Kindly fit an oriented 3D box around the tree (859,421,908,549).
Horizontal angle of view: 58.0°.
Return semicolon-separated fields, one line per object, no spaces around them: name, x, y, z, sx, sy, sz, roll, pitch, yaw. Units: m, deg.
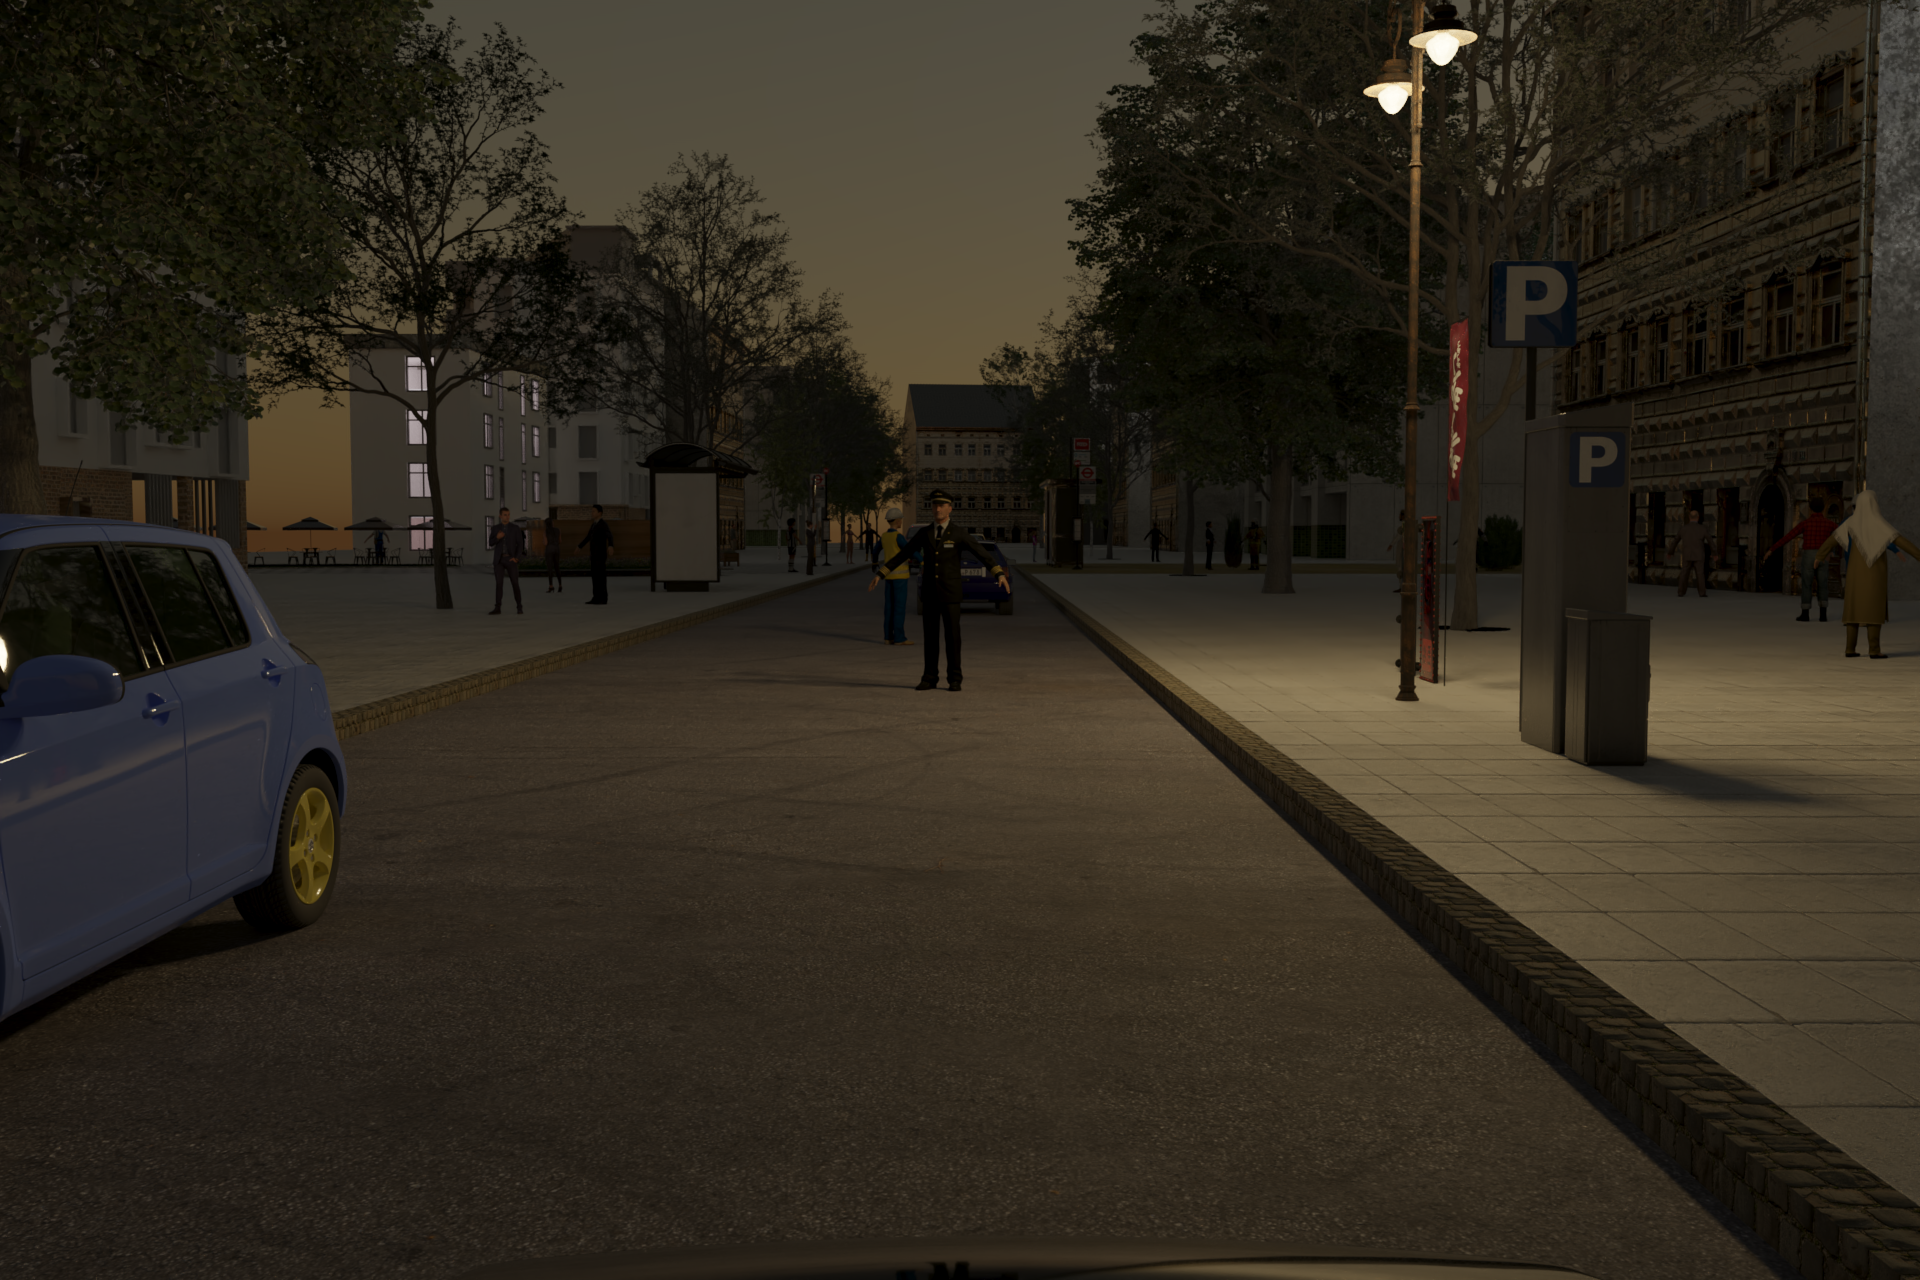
tree;-8.217;-13.762;150.757;9.928;11.665;9.643;0;3;0

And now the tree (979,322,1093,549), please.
tree;8.531;-18.143;152.519;12.611;20.169;13.585;0;3;0

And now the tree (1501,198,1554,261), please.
tree;27.297;-13.261;72.708;12.611;20.169;13.585;0;3;0

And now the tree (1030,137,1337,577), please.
tree;7.122;-8.691;52.467;12.009;13.543;11.850;0;3;0

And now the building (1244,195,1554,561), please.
building;27.241;-14.233;99.161;16.747;18.905;31.486;0;4;0

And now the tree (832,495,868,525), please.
tree;-17.350;-20.887;251.863;12.009;13.543;11.850;0;3;0

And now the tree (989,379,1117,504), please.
tree;7.328;-13.817;136.280;12.009;13.543;11.850;0;3;0

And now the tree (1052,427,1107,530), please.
tree;7.497;-9.869;111.713;4.360;8.622;3.978;0;3;0

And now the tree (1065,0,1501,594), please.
tree;6.938;-7.983;37.182;9.857;13.997;8.962;0;3;0

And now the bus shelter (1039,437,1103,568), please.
bus shelter;4.340;-5.620;69.512;2.179;5.291;8.768;0;3;0

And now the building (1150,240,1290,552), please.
building;24.677;-18.358;131.089;19.493;23.208;18.063;0;4;0

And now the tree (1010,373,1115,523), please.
tree;7.242;-12.434;121.420;7.486;12.596;7.792;0;3;0

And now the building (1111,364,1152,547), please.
building;25.840;-21.358;180.125;19.493;23.208;18.063;0;3;0

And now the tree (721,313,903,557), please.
tree;-8.102;-11.296;95.051;12.009;13.543;11.850;0;3;0

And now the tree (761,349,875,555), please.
tree;-8.753;-11.506;106.254;7.486;12.596;7.792;0;3;0

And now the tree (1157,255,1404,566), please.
tree;12.438;-9.713;69.185;12.009;13.543;11.850;0;3;0

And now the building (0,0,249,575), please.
building;-27.105;-11.257;40.479;16.016;20.090;11.380;0;4;0

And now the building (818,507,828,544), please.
building;-23.108;-22.360;222.001;16.016;20.090;11.380;0;4;0

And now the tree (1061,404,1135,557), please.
tree;7.753;-9.073;98.704;4.737;8.622;4.395;0;3;0

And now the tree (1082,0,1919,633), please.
tree;6.887;-6.872;22.728;12.009;13.543;11.850;0;3;0

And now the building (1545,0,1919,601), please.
building;26.575;-12.881;41.531;19.493;23.208;18.063;0;4;1

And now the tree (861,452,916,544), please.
tree;-7.520;-13.868;161.159;8.767;10.594;7.601;2;4;34

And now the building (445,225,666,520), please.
building;-25.507;-15.359;107.545;16.016;20.090;11.380;0;4;0

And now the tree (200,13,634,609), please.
tree;-9.187;-5.807;29.353;7.601;10.594;8.767;-1;4;-17

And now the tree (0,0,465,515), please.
tree;-9.096;-6.709;16.341;9.857;13.997;8.962;0;3;0

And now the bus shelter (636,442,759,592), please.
bus shelter;-6.082;-2.869;40.827;2.014;3.302;5.546;0;4;1

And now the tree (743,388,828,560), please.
tree;-8.749;-8.224;84.827;4.737;8.622;4.395;0;3;0

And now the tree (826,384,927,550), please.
tree;-8.006;-14.053;140.128;12.009;13.543;11.850;0;3;0

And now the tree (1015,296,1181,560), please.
tree;7.682;-10.797;86.904;12.009;13.543;11.850;0;3;0

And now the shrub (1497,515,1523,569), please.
shrub;19.880;-3.587;63.066;1.690;2.028;1.600;0;3;0

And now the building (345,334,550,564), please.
building;-25.029;-8.843;86.731;9.099;9.664;28.070;0;4;0

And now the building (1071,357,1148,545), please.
building;27.526;-22.765;216.177;27.936;21.610;32.646;0;4;1

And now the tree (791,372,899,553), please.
tree;-8.105;-12.347;119.993;7.486;12.596;7.792;0;3;0

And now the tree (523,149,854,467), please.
tree;-8.356;-8.826;54.681;12.009;13.543;11.850;0;3;0

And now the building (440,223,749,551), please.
building;-26.941;-18.400;131.766;19.493;23.208;18.063;0;4;1

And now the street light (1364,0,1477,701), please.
street light;3.449;-2.470;13.180;0.468;5.910;1.993;0;4;0

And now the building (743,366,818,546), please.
building;-26.050;-20.273;197.915;16.747;18.905;31.486;0;4;1

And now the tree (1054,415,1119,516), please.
tree;7.039;-9.443;104.749;4.360;8.622;3.978;0;3;0

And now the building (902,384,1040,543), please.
building;1.514;-25.645;252.674;18.063;23.208;19.493;0;4;-8
